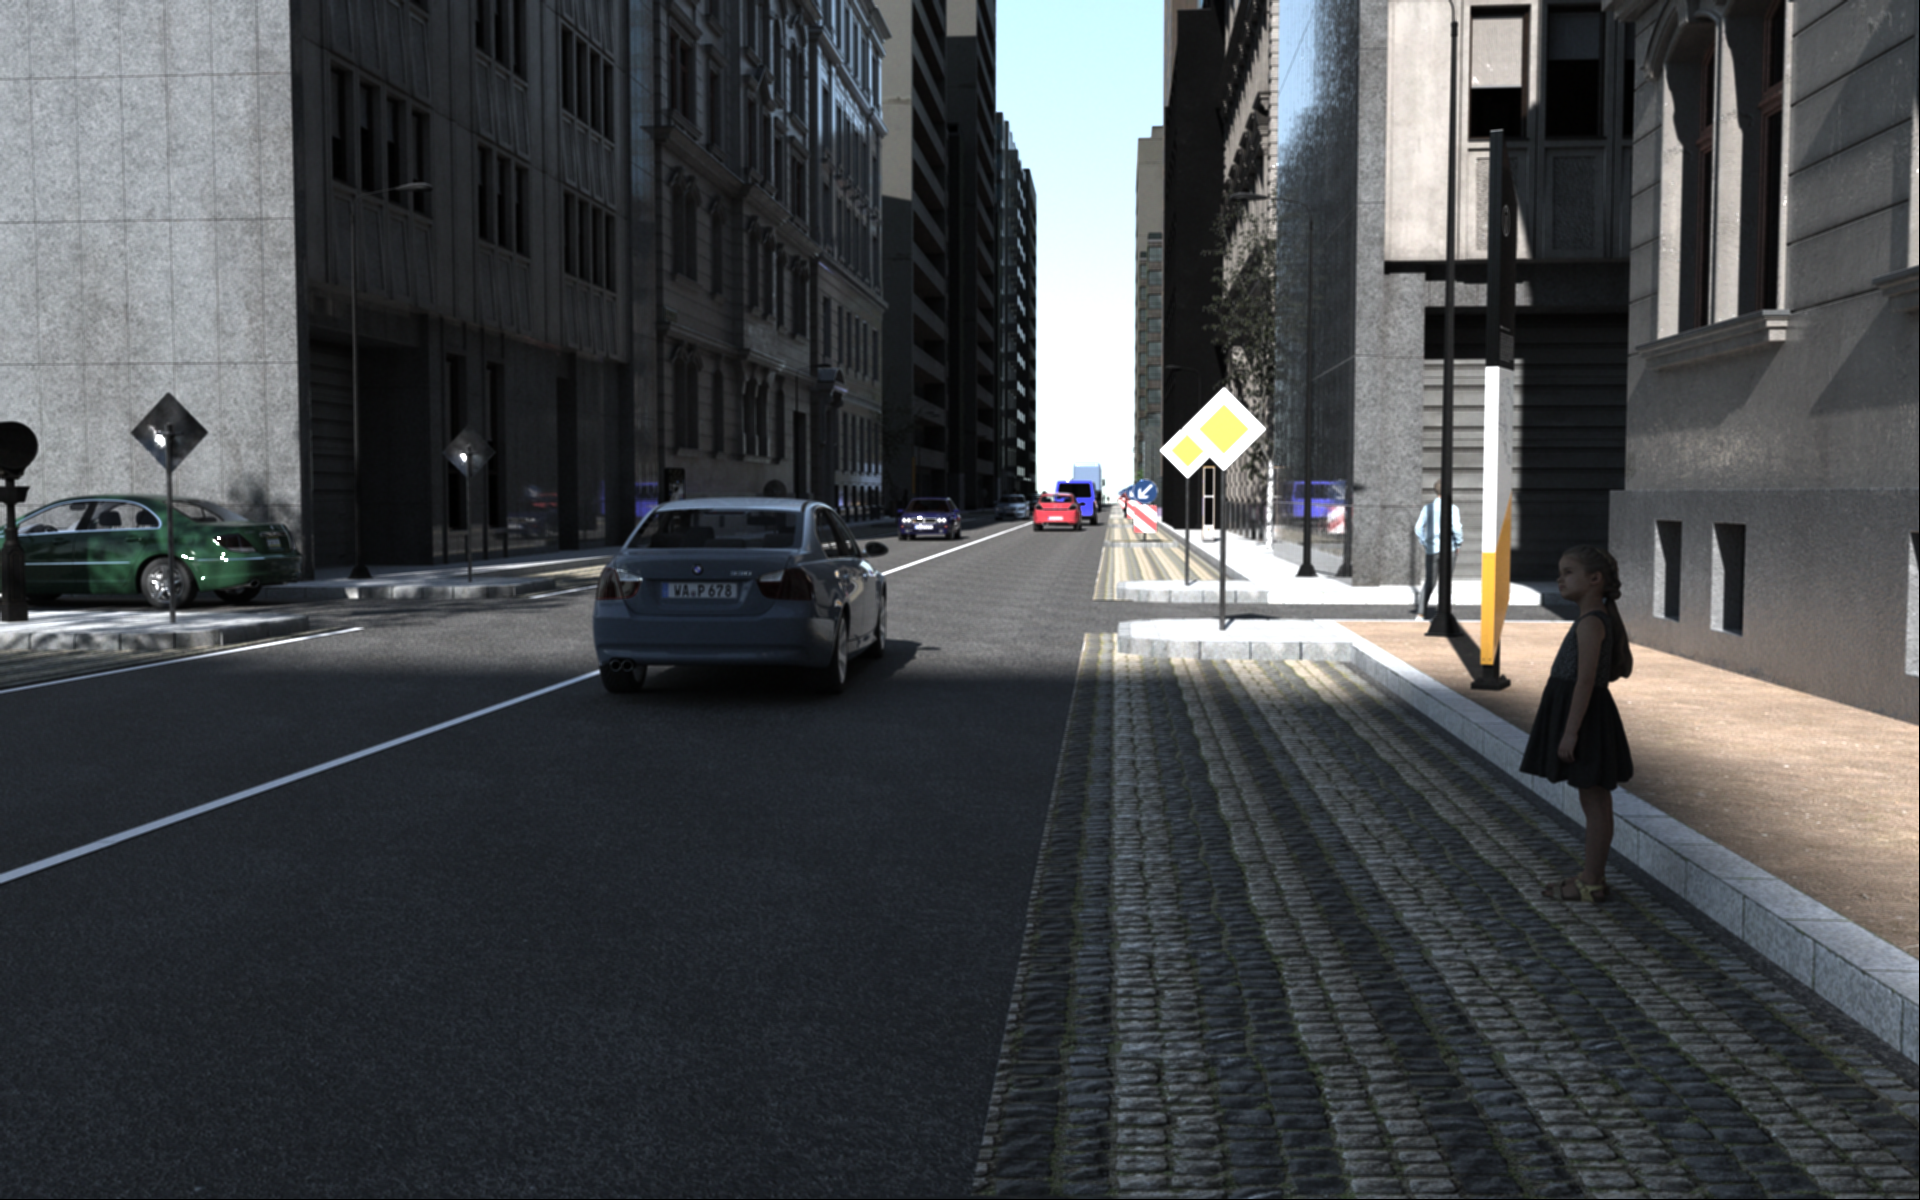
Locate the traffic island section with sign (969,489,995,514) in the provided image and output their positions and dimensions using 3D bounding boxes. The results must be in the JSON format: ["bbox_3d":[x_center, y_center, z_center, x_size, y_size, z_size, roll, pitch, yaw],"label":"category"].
[{"bbox_3d":[1.708,-7.090,124.550,1.989,1.847,2.006,0,4,5],"label":"traffic island section with sign"}]

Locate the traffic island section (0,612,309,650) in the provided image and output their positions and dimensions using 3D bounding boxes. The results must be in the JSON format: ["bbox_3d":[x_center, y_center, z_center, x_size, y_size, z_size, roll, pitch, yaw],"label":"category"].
[{"bbox_3d":[-7.860,0.308,17.248,2.009,0.180,2.903,0,4,5],"label":"traffic island section"}]

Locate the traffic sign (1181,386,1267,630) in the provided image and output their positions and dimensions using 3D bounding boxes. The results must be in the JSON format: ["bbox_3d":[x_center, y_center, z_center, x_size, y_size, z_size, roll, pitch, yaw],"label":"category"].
[{"bbox_3d":[2.466,-0.771,16.248,0.795,2.450,0.064,0,4,5],"label":"traffic sign"}]

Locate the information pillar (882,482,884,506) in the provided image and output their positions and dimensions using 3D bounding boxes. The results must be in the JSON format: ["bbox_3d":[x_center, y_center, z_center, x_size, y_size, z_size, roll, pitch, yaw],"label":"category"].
[{"bbox_3d":[-4.368,-5.609,96.200,0.304,2.012,0.304,-1,4,-12],"label":"information pillar"}]

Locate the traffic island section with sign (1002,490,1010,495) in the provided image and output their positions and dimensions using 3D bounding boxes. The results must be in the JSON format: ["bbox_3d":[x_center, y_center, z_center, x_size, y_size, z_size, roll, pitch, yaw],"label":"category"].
[{"bbox_3d":[4.096,-8.732,151.400,1.989,1.847,2.006,0,4,5],"label":"traffic island section with sign"}]

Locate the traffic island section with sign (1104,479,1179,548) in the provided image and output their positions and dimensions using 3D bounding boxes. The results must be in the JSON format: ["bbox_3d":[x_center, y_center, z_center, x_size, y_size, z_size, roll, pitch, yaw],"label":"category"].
[{"bbox_3d":[4.901,-2.346,46.987,1.989,1.847,2.006,0,4,5],"label":"traffic island section with sign"}]

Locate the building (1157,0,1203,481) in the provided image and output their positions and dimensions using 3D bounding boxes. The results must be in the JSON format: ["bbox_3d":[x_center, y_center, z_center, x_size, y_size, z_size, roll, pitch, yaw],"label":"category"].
[{"bbox_3d":[22.839,-29.624,134.466,14.600,45.320,14.200,0,4,5],"label":"building"}]

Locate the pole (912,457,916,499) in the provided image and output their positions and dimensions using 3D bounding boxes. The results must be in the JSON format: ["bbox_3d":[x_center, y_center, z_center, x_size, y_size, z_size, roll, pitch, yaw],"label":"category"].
[{"bbox_3d":[-2.533,-6.198,95.186,0.158,3.312,0.155,0,3,0],"label":"pole"}]

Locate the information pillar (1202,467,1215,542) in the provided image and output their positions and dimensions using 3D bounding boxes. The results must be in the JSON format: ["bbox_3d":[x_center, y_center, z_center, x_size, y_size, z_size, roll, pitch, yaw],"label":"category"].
[{"bbox_3d":[6.636,-2.556,46.279,0.304,2.012,0.304,0,4,3],"label":"information pillar"}]

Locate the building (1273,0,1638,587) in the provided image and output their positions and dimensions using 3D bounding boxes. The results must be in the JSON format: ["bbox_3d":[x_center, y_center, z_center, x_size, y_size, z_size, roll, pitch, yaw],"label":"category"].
[{"bbox_3d":[15.862,-12.863,28.329,19.932,24.808,12.078,0,4,5],"label":"building"}]

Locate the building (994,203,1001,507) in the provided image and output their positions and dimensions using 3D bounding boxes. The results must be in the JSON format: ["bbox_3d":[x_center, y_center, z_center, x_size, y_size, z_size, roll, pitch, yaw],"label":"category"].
[{"bbox_3d":[-3.537,-24.098,165.695,14.160,30.474,14.107,0,4,5],"label":"building"}]

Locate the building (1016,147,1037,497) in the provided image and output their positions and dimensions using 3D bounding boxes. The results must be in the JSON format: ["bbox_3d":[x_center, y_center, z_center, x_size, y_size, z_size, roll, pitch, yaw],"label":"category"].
[{"bbox_3d":[-0.297,-38.034,245.559,21.300,48.544,21.600,0,4,5],"label":"building"}]

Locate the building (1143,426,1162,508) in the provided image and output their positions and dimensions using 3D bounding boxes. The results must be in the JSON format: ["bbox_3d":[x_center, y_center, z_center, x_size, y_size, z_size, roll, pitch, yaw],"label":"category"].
[{"bbox_3d":[28.165,-51.542,155.382,22.319,86.520,31.000,0,4,5],"label":"building"}]

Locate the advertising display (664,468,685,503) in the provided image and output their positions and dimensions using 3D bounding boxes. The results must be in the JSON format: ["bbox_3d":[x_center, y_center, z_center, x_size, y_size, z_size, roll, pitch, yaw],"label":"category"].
[{"bbox_3d":[-7.019,-2.289,42.640,0.123,1.923,0.974,1,4,15],"label":"advertising display"}]

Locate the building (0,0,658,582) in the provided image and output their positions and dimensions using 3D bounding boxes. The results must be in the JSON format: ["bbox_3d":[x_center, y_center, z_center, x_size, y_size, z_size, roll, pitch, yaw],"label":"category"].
[{"bbox_3d":[-14.704,-13.269,34.968,12.078,24.808,19.932,0,4,5],"label":"building"}]

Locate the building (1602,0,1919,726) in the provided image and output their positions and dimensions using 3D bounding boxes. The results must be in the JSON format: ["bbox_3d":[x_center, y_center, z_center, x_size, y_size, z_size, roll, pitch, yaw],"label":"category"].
[{"bbox_3d":[11.050,-13.199,3.189,14.401,28.519,23.554,0,4,5],"label":"building"}]

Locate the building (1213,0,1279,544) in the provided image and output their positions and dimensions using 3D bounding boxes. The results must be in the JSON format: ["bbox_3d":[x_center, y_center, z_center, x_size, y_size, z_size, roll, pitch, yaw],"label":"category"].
[{"bbox_3d":[13.344,-13.632,51.762,11.050,23.489,19.941,0,4,5],"label":"building"}]

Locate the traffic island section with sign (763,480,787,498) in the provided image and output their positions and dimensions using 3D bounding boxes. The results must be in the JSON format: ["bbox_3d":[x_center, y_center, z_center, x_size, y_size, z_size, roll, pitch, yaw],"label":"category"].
[{"bbox_3d":[-5.139,-2.393,47.756,1.989,1.847,2.006,0,4,5],"label":"traffic island section with sign"}]

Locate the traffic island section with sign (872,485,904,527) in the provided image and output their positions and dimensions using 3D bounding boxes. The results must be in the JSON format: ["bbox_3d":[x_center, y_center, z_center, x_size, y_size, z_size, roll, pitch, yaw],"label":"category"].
[{"bbox_3d":[-2.722,-4.051,74.866,1.989,1.847,2.006,0,4,5],"label":"traffic island section with sign"}]

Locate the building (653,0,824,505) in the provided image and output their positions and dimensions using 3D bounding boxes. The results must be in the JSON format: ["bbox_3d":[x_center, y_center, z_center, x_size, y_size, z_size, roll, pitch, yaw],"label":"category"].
[{"bbox_3d":[-12.900,-16.458,56.482,14.401,28.519,23.554,0,4,5],"label":"building"}]

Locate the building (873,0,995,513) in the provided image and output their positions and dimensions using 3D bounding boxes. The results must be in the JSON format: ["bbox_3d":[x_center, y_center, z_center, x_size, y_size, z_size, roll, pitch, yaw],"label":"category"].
[{"bbox_3d":[-8.393,-32.019,147.211,21.300,48.544,21.600,0,4,5],"label":"building"}]

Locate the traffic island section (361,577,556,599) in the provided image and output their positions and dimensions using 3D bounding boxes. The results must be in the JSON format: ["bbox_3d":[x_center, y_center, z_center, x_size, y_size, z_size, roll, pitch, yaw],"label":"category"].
[{"bbox_3d":[-7.150,-0.179,25.202,2.009,0.180,2.903,0,4,5],"label":"traffic island section"}]

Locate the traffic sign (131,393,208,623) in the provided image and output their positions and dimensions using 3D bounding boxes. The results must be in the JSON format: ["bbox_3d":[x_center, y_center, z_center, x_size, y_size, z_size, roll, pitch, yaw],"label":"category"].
[{"bbox_3d":[-7.836,-0.828,17.184,0.795,2.450,0.064,0,4,5],"label":"traffic sign"}]

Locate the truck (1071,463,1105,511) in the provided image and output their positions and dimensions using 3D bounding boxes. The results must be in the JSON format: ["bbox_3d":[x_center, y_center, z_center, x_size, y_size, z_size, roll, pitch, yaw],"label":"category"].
[{"bbox_3d":[10.319,-9.374,143.027,2.967,4.110,18.799,0,4,6],"label":"truck"}]

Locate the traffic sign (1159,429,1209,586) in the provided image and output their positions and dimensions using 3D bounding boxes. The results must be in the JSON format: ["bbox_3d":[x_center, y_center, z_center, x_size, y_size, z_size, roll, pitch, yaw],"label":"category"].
[{"bbox_3d":[3.175,-1.257,24.202,0.795,2.450,0.064,0,4,5],"label":"traffic sign"}]

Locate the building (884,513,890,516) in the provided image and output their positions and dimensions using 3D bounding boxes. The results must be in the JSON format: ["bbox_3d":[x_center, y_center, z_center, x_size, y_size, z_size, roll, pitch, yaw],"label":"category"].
[{"bbox_3d":[-12.481,-29.832,111.460,21.300,48.544,21.600,0,4,5],"label":"building"}]

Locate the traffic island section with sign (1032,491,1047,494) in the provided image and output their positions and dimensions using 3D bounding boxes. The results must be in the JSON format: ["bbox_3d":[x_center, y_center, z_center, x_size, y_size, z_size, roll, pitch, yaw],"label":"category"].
[{"bbox_3d":[9.027,-12.111,206.635,1.989,1.847,2.006,0,4,5],"label":"traffic island section with sign"}]

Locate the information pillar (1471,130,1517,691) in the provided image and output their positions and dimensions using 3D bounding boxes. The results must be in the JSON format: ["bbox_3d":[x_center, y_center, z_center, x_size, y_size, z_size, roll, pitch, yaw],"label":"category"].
[{"bbox_3d":[3.559,-1.228,11.440,0.183,3.616,0.504,2,4,29],"label":"information pillar"}]

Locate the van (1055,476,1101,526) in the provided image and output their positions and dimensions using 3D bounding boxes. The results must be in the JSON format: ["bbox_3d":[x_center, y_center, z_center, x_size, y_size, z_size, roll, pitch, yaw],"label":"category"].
[{"bbox_3d":[5.392,-4.639,80.239,2.240,2.365,5.245,0,4,6],"label":"van"}]

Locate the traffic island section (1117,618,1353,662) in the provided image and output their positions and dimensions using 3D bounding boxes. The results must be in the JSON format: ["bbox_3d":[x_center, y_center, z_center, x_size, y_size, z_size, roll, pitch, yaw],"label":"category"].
[{"bbox_3d":[2.490,0.364,16.324,2.009,0.180,2.903,0,4,5],"label":"traffic island section"}]

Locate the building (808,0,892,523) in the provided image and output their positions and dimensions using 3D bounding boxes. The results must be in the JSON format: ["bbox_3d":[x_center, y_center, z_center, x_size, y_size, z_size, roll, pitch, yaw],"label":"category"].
[{"bbox_3d":[-10.955,-17.926,79.001,13.634,28.700,20.117,0,4,5],"label":"building"}]

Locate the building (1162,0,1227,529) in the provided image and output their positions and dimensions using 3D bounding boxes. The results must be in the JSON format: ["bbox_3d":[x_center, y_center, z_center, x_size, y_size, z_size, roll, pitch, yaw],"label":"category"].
[{"bbox_3d":[14.600,-14.673,69.578,12.332,23.373,15.834,0,4,5],"label":"building"}]

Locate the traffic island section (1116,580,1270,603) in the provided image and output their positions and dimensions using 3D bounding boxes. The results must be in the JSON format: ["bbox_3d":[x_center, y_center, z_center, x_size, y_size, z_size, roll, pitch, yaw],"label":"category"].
[{"bbox_3d":[3.200,-0.122,24.277,2.009,0.180,2.903,0,4,5],"label":"traffic island section"}]

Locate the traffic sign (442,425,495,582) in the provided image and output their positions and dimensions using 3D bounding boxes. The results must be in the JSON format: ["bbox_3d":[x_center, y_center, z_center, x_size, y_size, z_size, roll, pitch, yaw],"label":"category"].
[{"bbox_3d":[-7.126,-1.315,25.138,0.795,2.450,0.064,0,4,5],"label":"traffic sign"}]

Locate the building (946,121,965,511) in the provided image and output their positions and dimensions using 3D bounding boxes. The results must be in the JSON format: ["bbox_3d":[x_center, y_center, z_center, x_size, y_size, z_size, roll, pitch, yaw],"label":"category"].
[{"bbox_3d":[-7.224,-21.895,129.682,14.160,30.474,14.107,0,4,5],"label":"building"}]
